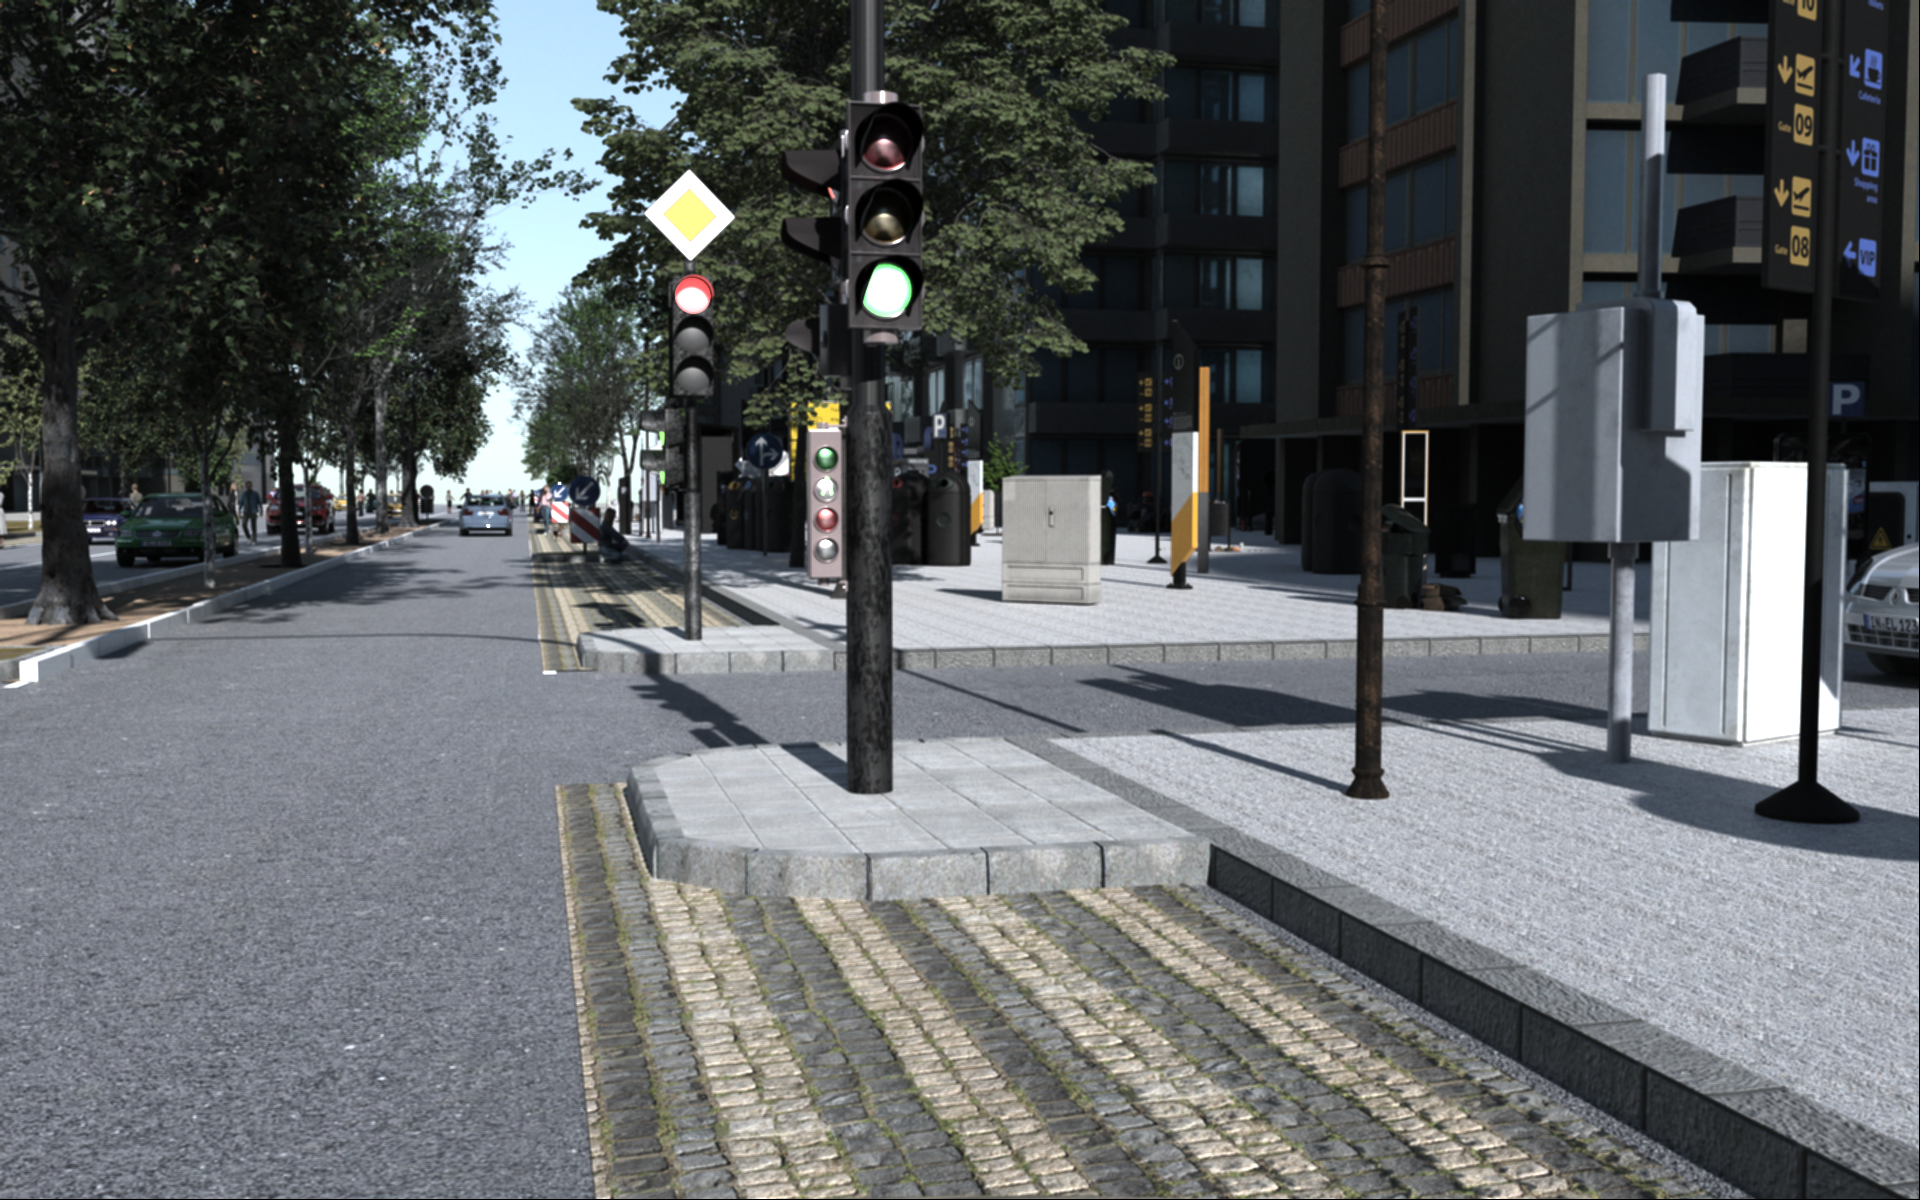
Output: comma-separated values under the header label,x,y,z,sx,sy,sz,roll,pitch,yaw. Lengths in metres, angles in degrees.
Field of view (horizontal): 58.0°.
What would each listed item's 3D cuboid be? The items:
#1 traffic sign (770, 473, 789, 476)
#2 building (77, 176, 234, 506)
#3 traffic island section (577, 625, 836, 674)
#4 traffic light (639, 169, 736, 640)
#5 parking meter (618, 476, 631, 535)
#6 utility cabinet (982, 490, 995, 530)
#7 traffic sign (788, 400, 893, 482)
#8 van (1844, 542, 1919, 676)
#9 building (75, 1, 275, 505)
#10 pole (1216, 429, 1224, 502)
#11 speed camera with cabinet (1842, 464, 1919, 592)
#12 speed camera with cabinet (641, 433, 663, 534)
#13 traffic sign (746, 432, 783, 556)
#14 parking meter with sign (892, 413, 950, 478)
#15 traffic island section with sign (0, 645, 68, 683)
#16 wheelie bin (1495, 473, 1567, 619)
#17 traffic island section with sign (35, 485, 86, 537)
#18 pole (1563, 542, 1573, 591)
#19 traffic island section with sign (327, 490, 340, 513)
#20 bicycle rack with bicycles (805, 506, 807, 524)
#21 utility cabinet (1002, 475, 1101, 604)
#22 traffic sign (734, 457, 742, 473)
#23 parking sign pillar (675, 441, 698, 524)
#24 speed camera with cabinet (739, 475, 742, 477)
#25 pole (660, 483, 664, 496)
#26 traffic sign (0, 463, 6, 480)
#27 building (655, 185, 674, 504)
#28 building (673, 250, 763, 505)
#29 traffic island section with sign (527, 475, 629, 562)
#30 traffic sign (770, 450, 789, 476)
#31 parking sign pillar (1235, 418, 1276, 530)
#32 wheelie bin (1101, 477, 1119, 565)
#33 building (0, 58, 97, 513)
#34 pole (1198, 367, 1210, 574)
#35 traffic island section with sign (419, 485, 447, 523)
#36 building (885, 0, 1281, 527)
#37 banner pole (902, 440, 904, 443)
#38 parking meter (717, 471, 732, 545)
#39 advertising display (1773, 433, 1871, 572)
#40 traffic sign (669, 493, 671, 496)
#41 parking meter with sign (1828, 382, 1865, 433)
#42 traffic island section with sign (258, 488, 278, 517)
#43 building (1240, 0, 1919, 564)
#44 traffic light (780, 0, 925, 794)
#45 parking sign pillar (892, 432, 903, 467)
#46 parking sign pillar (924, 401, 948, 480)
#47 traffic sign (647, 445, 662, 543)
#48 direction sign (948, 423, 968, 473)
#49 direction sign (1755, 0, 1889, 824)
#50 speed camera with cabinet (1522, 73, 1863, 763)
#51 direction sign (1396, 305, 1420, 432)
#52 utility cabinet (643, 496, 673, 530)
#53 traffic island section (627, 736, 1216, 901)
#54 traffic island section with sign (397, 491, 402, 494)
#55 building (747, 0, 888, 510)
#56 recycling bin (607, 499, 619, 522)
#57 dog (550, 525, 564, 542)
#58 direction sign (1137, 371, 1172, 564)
label,x,y,z,sx,sy,sz,roll,pitch,yaw
traffic sign,-6.029,-3.482,56.936,0.884,2.594,0.081,-1,4,-11
building,-95.003,-29.989,182.209,32.217,40.220,23.993,-1,4,-14
traffic island section,-2.327,0.429,15.264,2.009,0.180,2.903,-1,4,-14
traffic light,-2.368,-1.604,15.140,0.839,4.253,0.868,-1,4,-14
parking meter,-10.601,-2.997,54.713,0.399,1.863,0.255,0,4,-6
utility cabinet,0.690,-3.268,62.108,1.173,1.500,0.318,3,4,38
traffic sign,-2.596,-2.682,37.717,2.265,3.308,0.079,-1,4,-11
van,8.883,-0.383,13.270,4.112,2.044,2.013,-1,4,-13
building,-96.125,-40.748,208.231,21.231,58.520,28.212,-1,4,-14
pole,8.107,-3.678,53.979,0.158,3.312,0.155,0,3,0
speed camera with cabinet,12.853,-1.741,22.799,0.660,3.252,2.038,-2,4,-30
speed camera with cabinet,-10.095,-3.822,56.827,0.660,3.252,2.038,0,4,-7
traffic sign,-4.051,-2.191,35.936,0.768,2.556,0.104,0,4,-8
parking meter with sign,-1.077,-2.486,36.900,1.738,3.016,0.543,-3,4,-36
traffic island section with sign,-8.270,-0.324,13.428,2.006,1.907,1.989,-1,4,-14
wheelie bin,5.965,-0.618,18.014,0.693,1.594,0.980,0,4,8
traffic island section with sign,-30.294,-3.093,59.205,1.989,1.847,2.006,-1,4,-14
pole,8.049,-1.781,22.960,0.158,3.312,0.155,0,3,0
traffic island section with sign,-49.064,-7.661,133.881,1.989,1.847,2.006,-1,4,-14
bicycle rack with bicycles,-6.080,-3.696,73.809,2.852,0.926,2.925,-3,4,-39
utility cabinet,1.059,-0.709,20.274,1.173,1.500,0.318,2,4,33
traffic sign,-5.445,-2.668,44.807,0.795,2.450,0.064,-1,4,-9
parking sign pillar,-11.733,-5.324,75.519,1.447,3.967,1.447,1,4,10
speed camera with cabinet,-10.839,-5.452,83.481,0.660,3.252,2.038,-2,4,-31
pole,-14.910,-5.681,86.723,0.158,3.312,0.155,0,3,0
traffic sign,-37.403,-4.102,67.174,0.768,2.556,0.104,-1,4,-12
building,-29.844,-35.498,235.013,22.147,44.769,28.867,-1,4,-14
building,-28.378,-26.981,212.834,14.160,30.474,14.107,-1,4,-14
traffic island section with sign,-8.169,-1.741,37.092,1.989,1.847,2.006,-1,4,-14
traffic sign,-5.187,-3.044,49.868,0.768,2.556,0.104,-1,4,-10
parking sign pillar,10.572,-4.487,61.833,1.447,3.967,1.447,0,4,-1
wheelie bin,2.462,-1.444,31.513,0.980,1.594,0.693,2,4,26
building,-78.183,-32.448,119.760,28.713,52.752,27.495,-1,4,-14
pole,3.928,-2.082,27.880,0.158,3.312,0.155,0,3,0
traffic island section with sign,-26.599,-4.781,86.305,2.006,1.907,1.989,-1,4,-14
building,8.599,-28.100,79.041,23.786,49.044,30.456,-1,4,-14
banner pole,-2.709,-4.945,70.870,0.863,3.779,0.401,0,4,-6
parking meter,-5.920,-2.321,43.661,0.399,1.863,0.255,-1,4,-11
advertising display,9.123,-0.805,18.378,0.974,1.923,0.123,0,4,0
traffic sign,-15.080,-5.501,90.040,0.768,2.556,0.104,-1,4,-9
parking meter with sign,13.943,-1.929,27.807,0.543,3.016,1.738,1,4,13
traffic island section with sign,-42.481,-6.060,107.705,1.989,1.847,2.006,-1,4,-14
building,21.985,-23.738,42.736,28.867,44.769,22.147,-1,4,-14
traffic light,-2.429,-1.962,6.748,4.771,5.953,1.251,-1,4,-14
parking sign pillar,-2.196,-4.111,55.683,1.447,3.967,1.447,1,4,12
parking sign pillar,-0.691,-3.746,49.716,1.447,3.967,1.447,1,4,12
traffic sign,-7.889,-2.761,45.246,0.768,2.556,0.104,-1,4,-13
direction sign,-0.081,-3.891,55.616,0.876,3.537,0.379,0,4,2
direction sign,3.379,-0.906,6.806,0.876,3.537,0.379,-3,4,-37
speed camera with cabinet,3.739,-0.886,8.826,2.038,3.252,0.660,-2,4,-35
direction sign,5.492,-1.792,21.296,0.379,3.537,0.876,0,4,-1
utility cabinet,-10.851,-3.127,62.291,1.020,1.237,0.306,-1,4,-22
traffic island section,-0.380,0.903,7.519,2.009,0.180,2.903,-1,4,-14
traffic island section with sign,-69.317,-12.591,214.487,1.989,1.847,2.006,-1,4,-14
building,-5.487,-29.673,139.784,22.147,44.769,28.867,-1,4,-14
recycling bin,-16.138,-4.205,81.301,0.722,1.027,0.722,0,4,5
dog,-12.096,-1.999,51.975,0.540,0.507,0.406,0,4,6
direction sign,3.660,-2.449,32.031,0.876,3.537,0.379,3,4,36
